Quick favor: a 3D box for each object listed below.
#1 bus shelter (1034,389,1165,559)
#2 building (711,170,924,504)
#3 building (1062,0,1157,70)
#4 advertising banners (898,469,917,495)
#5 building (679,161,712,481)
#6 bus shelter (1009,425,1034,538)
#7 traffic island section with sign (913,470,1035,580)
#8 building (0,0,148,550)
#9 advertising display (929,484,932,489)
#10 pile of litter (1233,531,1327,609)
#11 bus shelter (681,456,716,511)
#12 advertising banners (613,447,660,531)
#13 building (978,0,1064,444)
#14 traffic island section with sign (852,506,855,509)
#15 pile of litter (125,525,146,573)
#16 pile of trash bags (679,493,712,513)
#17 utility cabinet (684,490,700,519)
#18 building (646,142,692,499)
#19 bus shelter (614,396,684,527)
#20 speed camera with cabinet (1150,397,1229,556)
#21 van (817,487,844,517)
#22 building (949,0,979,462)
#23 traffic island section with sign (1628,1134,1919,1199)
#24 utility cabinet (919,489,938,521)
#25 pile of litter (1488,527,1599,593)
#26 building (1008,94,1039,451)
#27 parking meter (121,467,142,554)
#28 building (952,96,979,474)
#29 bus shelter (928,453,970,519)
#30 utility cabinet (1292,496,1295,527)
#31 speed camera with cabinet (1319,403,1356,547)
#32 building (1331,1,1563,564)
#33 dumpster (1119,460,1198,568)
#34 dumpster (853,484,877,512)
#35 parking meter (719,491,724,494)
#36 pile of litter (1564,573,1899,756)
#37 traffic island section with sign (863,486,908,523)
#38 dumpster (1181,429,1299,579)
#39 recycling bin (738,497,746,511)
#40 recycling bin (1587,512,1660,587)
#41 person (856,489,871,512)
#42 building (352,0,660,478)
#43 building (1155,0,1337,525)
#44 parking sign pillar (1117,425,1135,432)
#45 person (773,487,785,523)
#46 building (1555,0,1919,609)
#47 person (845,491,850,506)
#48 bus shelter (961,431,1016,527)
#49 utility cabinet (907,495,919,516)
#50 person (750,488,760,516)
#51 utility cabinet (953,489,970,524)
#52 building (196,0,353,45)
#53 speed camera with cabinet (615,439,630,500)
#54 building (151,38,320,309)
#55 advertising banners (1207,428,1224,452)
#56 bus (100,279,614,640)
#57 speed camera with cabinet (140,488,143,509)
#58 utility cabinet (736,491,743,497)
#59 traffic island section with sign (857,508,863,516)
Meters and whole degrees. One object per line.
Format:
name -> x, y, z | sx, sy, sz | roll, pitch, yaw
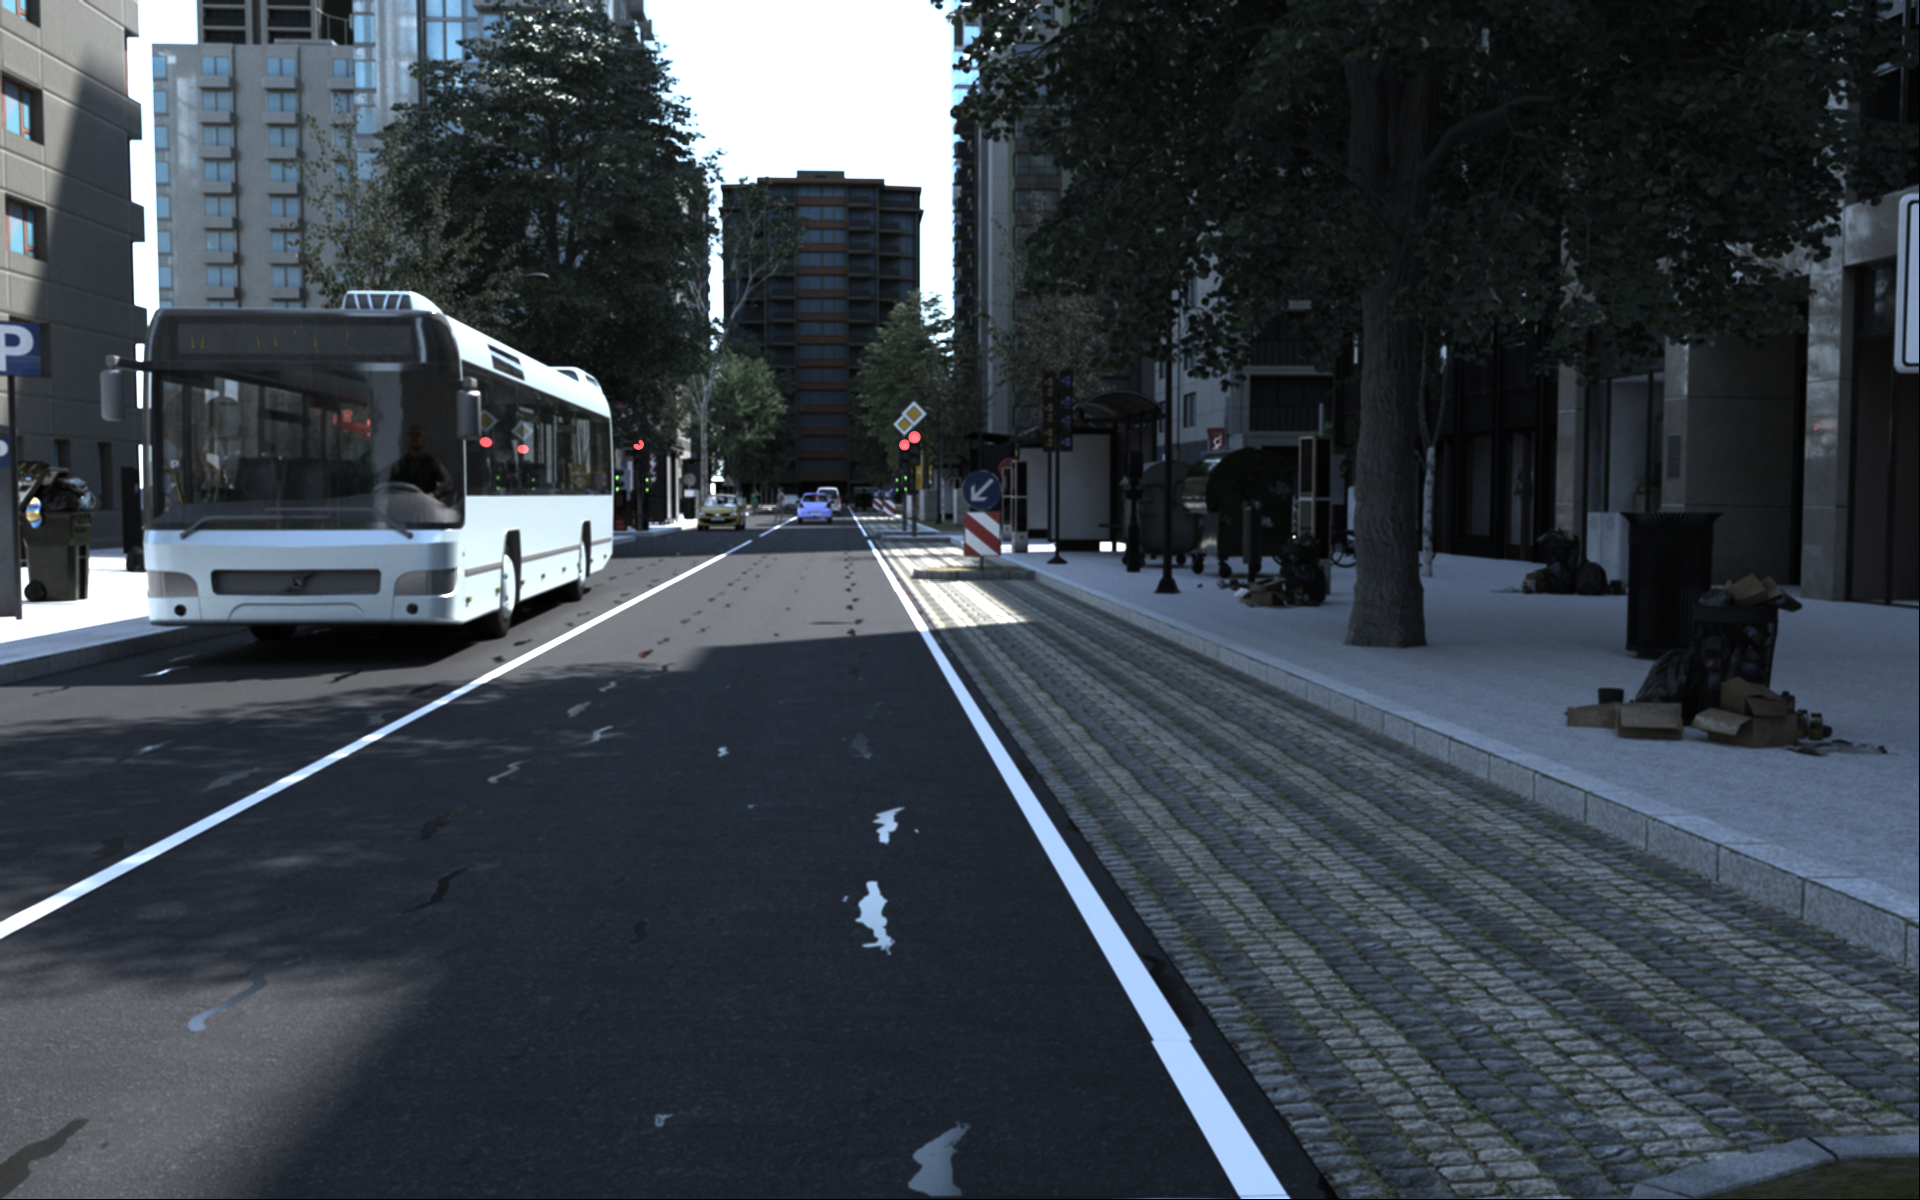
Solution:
bus shelter -> 2.923, -2.594, 36.330 | 2.014, 3.302, 5.546 | 0, 4, -4
building -> -19.608, -35.608, 236.816 | 28.867, 44.769, 22.147 | 0, 4, -4
building -> 12.535, -20.046, 99.446 | 14.160, 30.474, 14.107 | 0, 4, -4
advertising banners -> -2.913, -6.875, 108.591 | 2.074, 3.025, 0.090 | 1, 4, 13
building -> -40.819, -35.551, 231.363 | 14.200, 45.320, 14.600 | 0, 4, -4
bus shelter -> 2.603, -3.293, 47.758 | 2.014, 3.302, 5.546 | 0, 4, -4
traffic island section with sign -> 0.205, -1.281, 29.567 | 1.989, 1.847, 2.006 | 0, 4, -4
building -> -33.675, -11.192, 28.027 | 28.899, 21.520, 27.650 | 0, 4, -4
advertising display -> -1.510, -6.268, 107.697 | 0.974, 1.923, 0.123 | -3, 5, -43
pile of litter -> 3.738, -0.384, 20.247 | 1.176, 0.858, 1.719 | 2, 4, 34
bus shelter -> -16.600, -7.281, 110.333 | 1.731, 3.624, 6.357 | 0, 4, -4
advertising banners -> -12.082, -4.187, 64.644 | 2.074, 3.025, 0.090 | 1, 4, 22
building -> 12.223, -37.841, 160.702 | 21.231, 58.520, 28.212 | 0, 4, -4
traffic island section with sign -> -8.885, -9.366, 161.763 | 1.989, 1.847, 2.006 | 0, 4, -4
pile of litter -> -13.240, -0.922, 29.034 | 1.176, 0.858, 1.719 | 1, 4, 22
pile of trash bags -> -18.230, -6.705, 119.384 | 3.447, 1.369, 1.912 | 3, 5, 39
utility cabinet -> -13.717, -4.893, 88.676 | 0.318, 1.500, 1.173 | -2, 4, -34
building -> -40.980, -30.113, 184.221 | 23.993, 40.220, 32.217 | 0, 4, -4
bus shelter -> -12.916, -5.764, 71.865 | 2.179, 5.291, 8.768 | 0, 4, -4
speed camera with cabinet -> 4.845, -2.538, 35.835 | 0.660, 3.252, 2.038 | -3, 5, -43
van -> -8.342, -6.259, 109.344 | 2.013, 2.044, 4.112 | 0, 4, -4
building -> 10.389, -56.548, 237.230 | 31.000, 86.520, 22.319 | 0, 4, -4
traffic island section with sign -> 2.068, 0.379, 2.436 | 1.989, 1.847, 2.006 | 0, 4, -4
utility cabinet -> -1.469, -4.473, 81.815 | 0.318, 1.500, 1.173 | 2, 4, 32
pile of litter -> 7.819, -0.520, 22.475 | 1.176, 0.858, 1.719 | -3, 5, -45
building -> 10.367, -21.861, 129.136 | 14.160, 30.474, 14.107 | 0, 4, -4
parking meter -> -17.893, -1.939, 37.417 | 0.255, 1.863, 0.399 | 0, 4, 0
building -> 10.586, -32.724, 189.664 | 22.147, 44.769, 28.867 | 0, 4, -4
bus shelter -> -0.500, -5.705, 87.198 | 2.014, 3.302, 5.546 | 0, 4, -4
utility cabinet -> 12.776, -3.498, 68.352 | 0.306, 1.237, 1.020 | -2, 4, -25
speed camera with cabinet -> 8.499, -2.638, 37.460 | 2.038, 3.252, 0.660 | 3, 5, 44
building -> 16.381, -12.690, 37.156 | 12.332, 23.373, 15.834 | 0, 4, -4
dumpster -> 3.570, -1.519, 30.592 | 1.264, 1.857, 1.865 | 0, 4, -4
dumpster -> -7.766, -8.411, 142.478 | 1.985, 2.255, 1.502 | 0, 4, -5
parking meter -> -17.141, -7.113, 124.700 | 0.372, 1.533, 0.369 | 0, 3, 0
pile of litter -> 4.003, 0.291, 9.200 | 1.176, 0.858, 1.719 | -1, 4, -17
traffic island section with sign -> -3.596, -4.658, 84.788 | 1.989, 1.847, 2.006 | 0, 4, -4
dumpster -> 4.373, -1.499, 27.002 | 1.502, 2.255, 1.985 | 0, 4, -4
recycling bin -> -16.579, -7.216, 130.532 | 0.722, 1.027, 0.722 | 2, 4, 24
recycling bin -> 9.273, -0.713, 24.213 | 0.722, 1.027, 0.722 | -1, 4, -17
person -> -7.694, -7.994, 138.832 | 1.348, 1.869, 0.705 | -3, 4, -37
building -> -37.773, -32.291, 147.563 | 23.786, 49.044, 30.456 | 0, 4, -4
building -> 20.960, -39.171, 78.705 | 20.611, 71.187, 20.563 | 0, 4, -4
parking sign pillar -> 5.180, -3.890, 52.076 | 1.447, 3.967, 1.447 | 2, 4, 29
person -> -9.065, -4.764, 86.730 | 0.599, 1.781, 0.374 | 3, 4, 37
building -> 20.606, -12.670, 11.667 | 19.350, 26.468, 34.151 | 0, 4, -4
person -> -13.650, -12.306, 209.800 | 0.705, 1.812, 1.348 | 1, 4, 22
bus shelter -> 1.102, -4.668, 67.597 | 1.731, 3.624, 6.357 | 0, 4, -4
utility cabinet -> -2.740, -5.489, 100.902 | 0.306, 1.237, 1.020 | -2, 4, -35
person -> -13.175, -6.257, 111.045 | 0.600, 1.795, 0.529 | 0, 4, 5
utility cabinet -> 0.299, -3.921, 72.791 | 1.173, 1.500, 0.318 | -2, 4, -31
building -> -87.274, -48.443, 230.287 | 20.611, 71.187, 20.563 | 0, 4, -4
speed camera with cabinet -> -12.939, -4.187, 62.797 | 2.038, 3.252, 0.660 | 2, 4, 28
building -> -68.836, -34.616, 185.583 | 30.456, 49.044, 23.786 | 0, 4, -4
advertising banners -> 7.460, -3.014, 45.472 | 2.074, 3.025, 0.090 | 2, 4, 28
bus -> -6.003, -1.534, 19.946 | 2.948, 3.499, 13.247 | 0, 4, -5
speed camera with cabinet -> -24.161, -3.445, 50.659 | 0.660, 3.252, 2.038 | -3, 5, -40
utility cabinet -> -16.878, -7.535, 131.880 | 0.318, 1.500, 1.173 | 1, 4, 10
traffic island section with sign -> -5.481, -6.332, 112.157 | 1.989, 1.847, 2.006 | 0, 4, -4
